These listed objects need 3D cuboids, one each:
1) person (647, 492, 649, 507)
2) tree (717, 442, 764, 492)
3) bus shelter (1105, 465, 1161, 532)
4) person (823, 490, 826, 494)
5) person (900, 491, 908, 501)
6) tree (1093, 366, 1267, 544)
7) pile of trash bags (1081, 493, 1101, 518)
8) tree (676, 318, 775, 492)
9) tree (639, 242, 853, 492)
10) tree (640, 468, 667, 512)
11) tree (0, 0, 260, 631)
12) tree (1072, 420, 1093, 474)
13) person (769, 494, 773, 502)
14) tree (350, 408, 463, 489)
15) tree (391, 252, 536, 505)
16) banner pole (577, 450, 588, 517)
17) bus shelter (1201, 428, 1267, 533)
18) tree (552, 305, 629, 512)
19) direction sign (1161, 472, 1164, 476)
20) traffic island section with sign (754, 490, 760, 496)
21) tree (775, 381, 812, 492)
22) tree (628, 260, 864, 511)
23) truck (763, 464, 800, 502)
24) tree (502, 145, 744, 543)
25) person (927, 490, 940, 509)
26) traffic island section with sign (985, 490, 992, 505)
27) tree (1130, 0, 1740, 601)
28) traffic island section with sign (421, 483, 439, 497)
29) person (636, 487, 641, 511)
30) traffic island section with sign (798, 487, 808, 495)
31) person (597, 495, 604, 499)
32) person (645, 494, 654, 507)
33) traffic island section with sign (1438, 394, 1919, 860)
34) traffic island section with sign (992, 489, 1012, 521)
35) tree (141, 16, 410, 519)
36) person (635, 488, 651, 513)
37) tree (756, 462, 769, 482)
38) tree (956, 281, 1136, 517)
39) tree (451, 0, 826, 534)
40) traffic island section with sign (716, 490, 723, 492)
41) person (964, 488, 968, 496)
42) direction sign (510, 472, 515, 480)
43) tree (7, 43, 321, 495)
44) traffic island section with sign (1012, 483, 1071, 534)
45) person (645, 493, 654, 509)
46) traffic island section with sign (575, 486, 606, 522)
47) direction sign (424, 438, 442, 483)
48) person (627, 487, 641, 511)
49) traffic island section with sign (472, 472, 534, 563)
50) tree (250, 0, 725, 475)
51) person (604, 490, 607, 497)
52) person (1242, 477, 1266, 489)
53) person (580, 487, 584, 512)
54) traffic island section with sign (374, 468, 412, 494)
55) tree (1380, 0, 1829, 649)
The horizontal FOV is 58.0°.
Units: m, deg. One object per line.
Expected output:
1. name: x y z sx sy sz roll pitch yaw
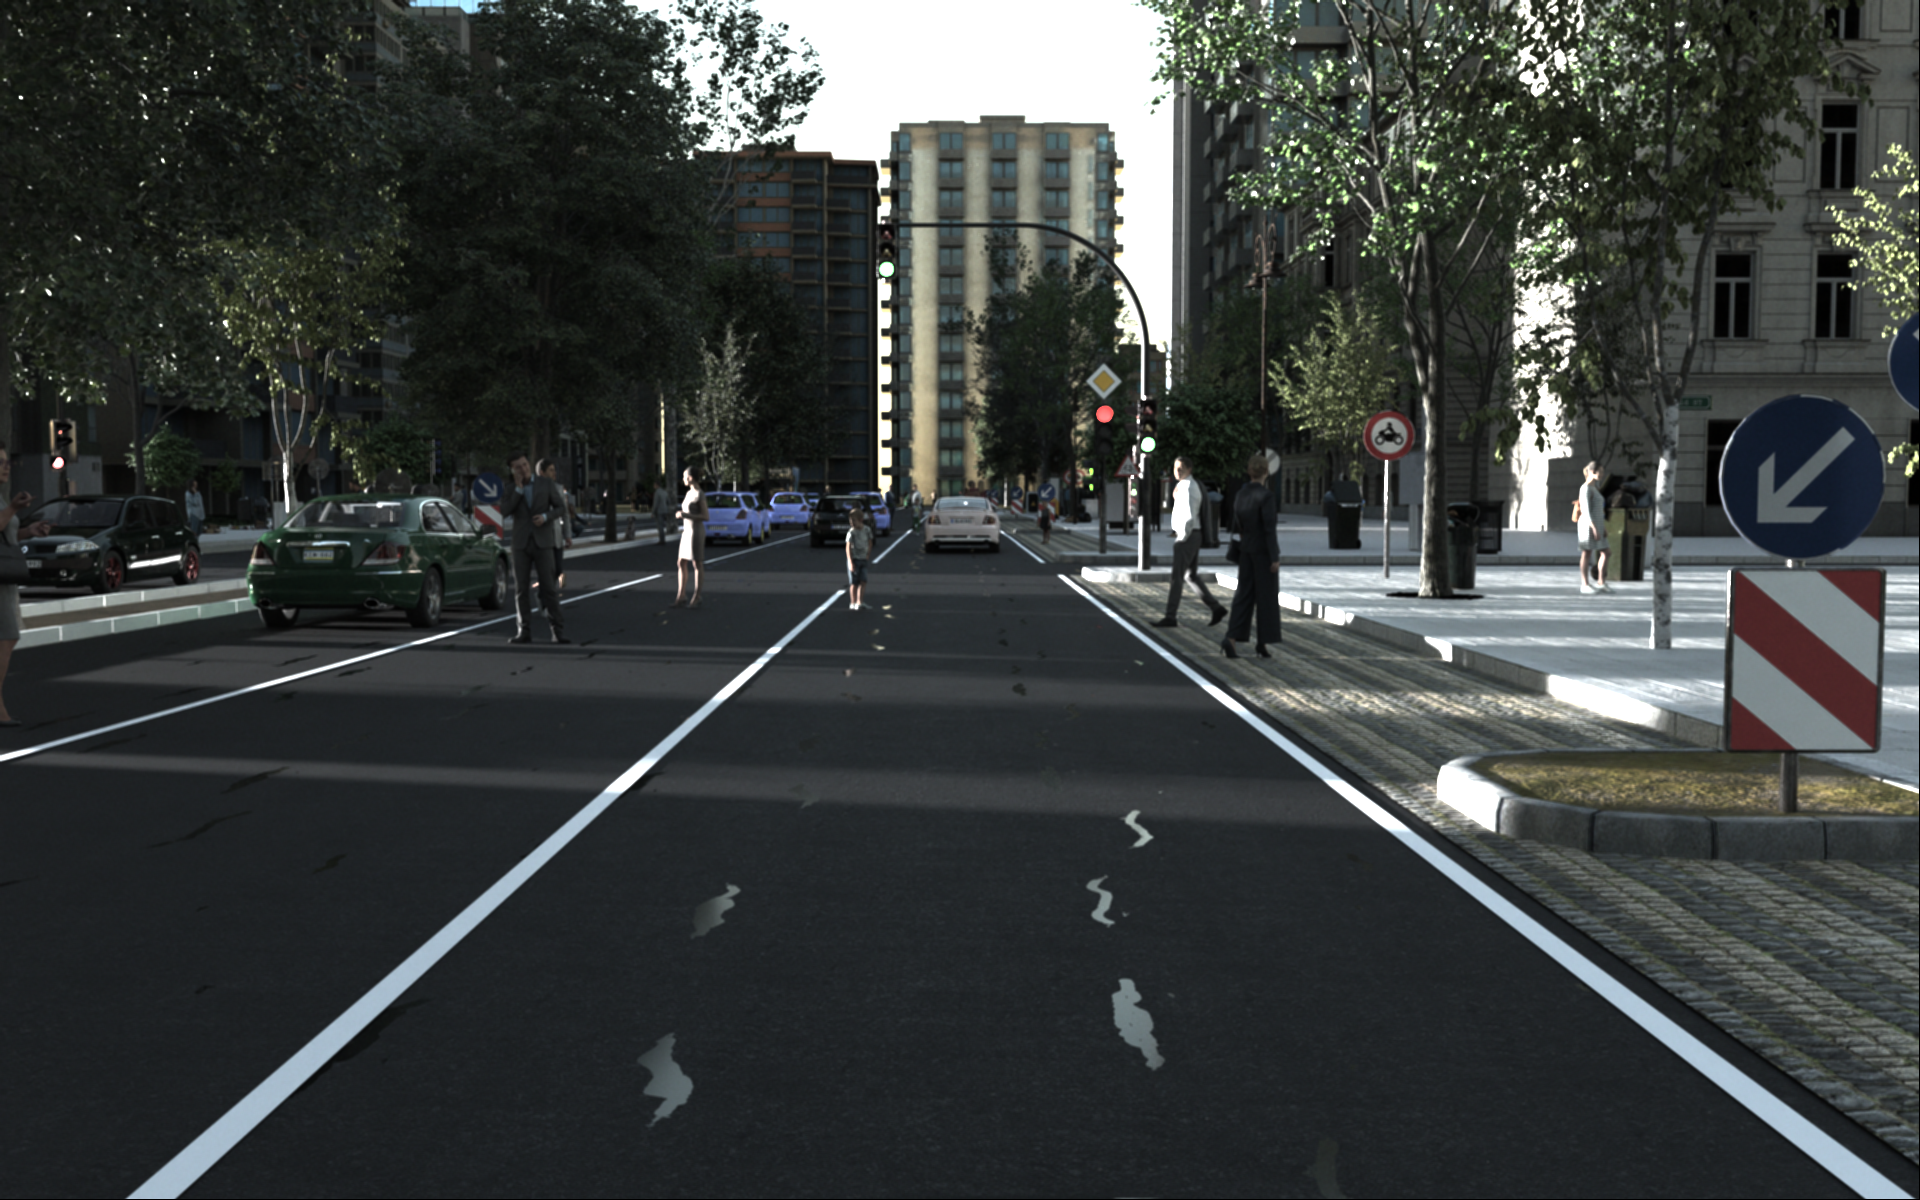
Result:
1. person: -29.789 -9.778 166.357 0.683 1.767 0.568 3 4 37
2. tree: -22.440 -15.563 172.577 7.486 12.596 7.792 0 3 0
3. bus shelter: 6.055 -4.133 61.493 2.014 3.302 5.546 0 4 0
4. person: -11.266 -8.292 144.218 0.705 1.807 1.348 -1 4 -10
5. person: -5.665 -10.621 182.169 1.348 1.821 0.705 0 4 -3
6. tree: 6.274 -3.726 44.638 4.285 4.588 4.351 0 3 0
7. pile of trash bags: 7.572 -5.204 94.844 1.912 1.369 3.447 1 4 11
8. tree: -9.964 -7.255 71.437 4.360 8.622 3.978 0 3 0
9. tree: -9.752 -9.720 78.386 9.611 12.733 9.660 0 3 0
10. tree: -22.369 -8.027 125.836 1.663 3.219 1.824 0 3 0
11. tree: -9.817 -6.605 17.101 9.857 13.997 8.962 0 3 0
12. tree: 5.314 -4.366 55.091 4.285 4.588 4.351 0 3 0
13. person: -17.266 -9.001 158.887 0.599 1.433 0.991 2 4 25
14. tree: -21.540 -5.053 66.322 4.285 4.588 4.351 0 3 0
15. tree: -22.751 -10.004 81.690 7.486 12.596 7.792 0 3 0
16. banner pole: -21.635 -6.670 99.077 0.863 3.779 0.401 3 5 41
17. bus shelter: 9.310 -4.215 60.199 1.731 3.624 6.357 0 4 0
18. tree: -22.651 -12.188 109.651 12.009 13.543 11.850 0 3 0
19. direction sign: 8.286 -4.970 73.255 0.379 3.537 0.876 -3 5 -41
20. traffic island section with sign: -19.534 -9.672 166.772 1.989 1.847 2.006 0 4 0
21. tree: -9.847 -8.921 98.674 4.360 8.622 3.978 0 3 0
22. tree: -10.072 -10.852 90.255 12.009 13.543 11.850 0 3 0
23. truck: -16.991 -10.827 165.927 2.839 4.237 11.283 0 4 -1
24. tree: -10.170 -7.479 50.498 9.928 11.665 9.643 0 3 0
25. person: -2.497 -9.769 168.237 1.348 1.823 0.705 1 4 19
26. traffic island section with sign: 2.619 -7.982 139.126 1.989 1.847 2.006 0 4 0
27. tree: 5.716 -5.834 21.135 9.928 11.665 9.643 0 3 0
28. traffic island section with sign: -19.027 -3.253 61.818 1.989 1.847 2.006 0 4 0
29. person: -25.162 -7.876 134.824 0.705 1.822 1.348 2 4 25
30. traffic island section with sign: -10.242 -6.356 112.051 2.006 1.907 1.989 0 4 0
31. person: -26.421 -7.423 127.541 0.705 1.807 1.348 0 4 5
32. person: -29.238 -9.717 164.544 1.348 1.869 0.705 0 4 -7
33. traffic island section with sign: 3.243 0.058 7.674 1.989 1.847 2.006 0 4 0
34. traffic island section with sign: 2.847 -5.034 90.941 1.989 1.847 2.006 0 4 0
35. tree: -9.628 -4.393 24.648 4.737 8.622 4.395 0 3 0
36. person: -21.977 -6.936 120.167 1.217 1.735 0.721 -2 4 -31
37. tree: -23.276 -17.063 185.635 9.857 13.997 8.962 0 3 0
38. tree: 4.860 -11.533 98.932 12.009 13.543 11.850 0 3 0
39. tree: -11.416 -12.430 61.580 12.611 20.169 13.585 0 3 0
40. traffic island section with sign: -19.409 -8.024 139.817 1.989 1.847 2.006 0 4 0
41. person: 0.389 -6.570 115.856 0.705 1.831 1.348 -2 4 -34
42. direction sign: -24.349 -6.309 95.153 0.379 3.537 0.876 3 4 36
43. tree: -22.018 -8.323 46.449 12.009 13.543 11.850 0 3 0
44. traffic island section with sign: 2.995 -3.322 62.935 1.989 1.847 2.006 0 4 0
45. person: -25.923 -8.529 145.462 1.348 1.831 0.705 -1 4 -20
46. traffic island section with sign: -19.171 -4.947 89.513 1.989 1.847 2.006 0 4 0
47. direction sign: -21.335 -4.773 70.033 0.379 3.537 0.876 3 5 42
48. person: -24.692 -7.648 131.185 0.705 1.812 1.348 3 5 41
49. traffic island section with sign: -9.875 -1.760 36.913 2.006 1.907 1.989 0 4 0
50. tree: -9.931 -8.033 40.454 9.857 13.997 8.962 0 3 0
51. person: -35.930 -10.371 176.277 0.551 1.740 0.621 -3 5 -42
52. person: 6.330 -1.919 37.598 0.721 1.800 0.419 0 4 2
53. person: -27.296 -7.300 125.397 0.705 1.824 1.348 0 4 -8
54. traffic island section with sign: -9.850 -1.307 29.506 2.006 1.907 1.989 0 4 0
55. tree: 5.810 -3.916 14.387 4.737 8.622 4.395 0 3 0
